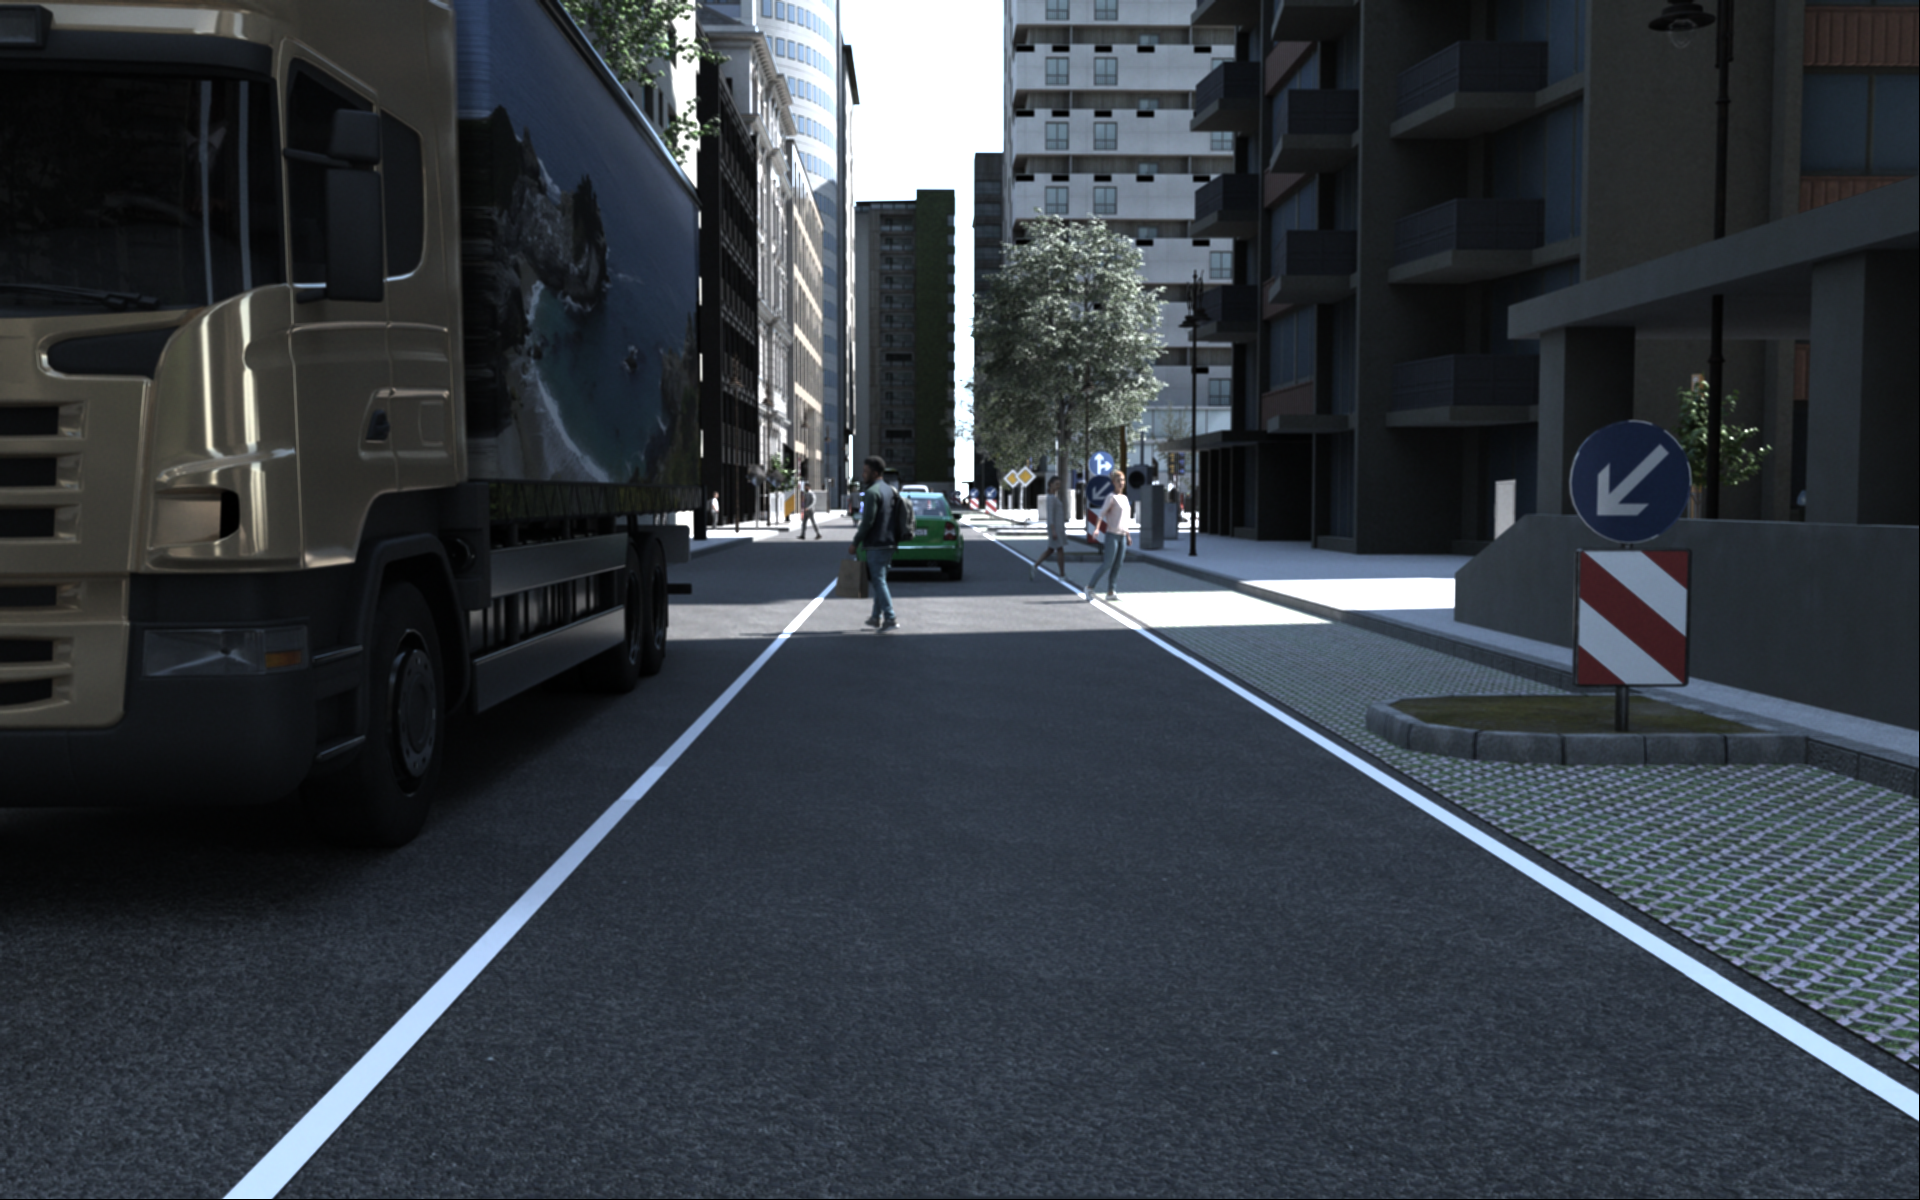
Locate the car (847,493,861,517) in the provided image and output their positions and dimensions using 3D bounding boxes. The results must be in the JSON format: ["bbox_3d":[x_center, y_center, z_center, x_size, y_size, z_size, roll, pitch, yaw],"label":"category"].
[{"bbox_3d":[-6.153,-6.266,111.481,2.155,1.783,4.494,0,4,-1],"label":"car"}]

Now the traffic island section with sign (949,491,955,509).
[{"bbox_3d":[-0.296,-9.852,169.701,1.989,1.847,2.006,0,4,-1],"label":"traffic island section with sign"}]

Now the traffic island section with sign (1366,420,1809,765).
[{"bbox_3d":[3.463,-0.087,10.044,1.989,1.847,2.006,0,4,-1],"label":"traffic island section with sign"}]

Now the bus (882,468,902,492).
[{"bbox_3d":[-7.005,-10.659,165.823,2.896,3.916,12.252,0,4,-2],"label":"bus"}]

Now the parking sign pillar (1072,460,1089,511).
[{"bbox_3d":[9.080,-8.704,130.786,1.447,3.967,1.447,0,4,0],"label":"parking sign pillar"}]

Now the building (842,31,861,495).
[{"bbox_3d":[-25.794,-37.520,202.687,27.495,52.752,28.713,0,4,-1],"label":"building"}]

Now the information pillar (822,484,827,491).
[{"bbox_3d":[-10.070,-7.613,128.968,0.304,2.012,0.304,2,4,31],"label":"information pillar"}]

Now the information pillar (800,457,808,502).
[{"bbox_3d":[-9.945,-7.295,110.627,0.504,3.616,0.183,-1,4,-20],"label":"information pillar"}]

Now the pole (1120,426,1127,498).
[{"bbox_3d":[4.906,-3.558,52.019,0.158,3.312,0.155,0,3,0],"label":"pole"}]

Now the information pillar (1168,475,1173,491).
[{"bbox_3d":[17.294,-9.238,142.391,0.183,3.616,0.504,3,5,41],"label":"information pillar"}]

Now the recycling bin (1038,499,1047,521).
[{"bbox_3d":[4.113,-4.285,82.614,0.722,1.027,0.722,1,4,11],"label":"recycling bin"}]

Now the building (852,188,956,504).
[{"bbox_3d":[-7.617,-33.662,233.960,14.086,41.232,14.154,0,4,-1],"label":"building"}]

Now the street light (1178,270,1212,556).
[{"bbox_3d":[4.846,-3.858,35.863,0.468,5.910,1.993,0,4,-1],"label":"street light"}]

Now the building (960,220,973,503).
[{"bbox_3d":[14.565,-35.703,238.376,28.867,44.769,22.147,0,4,-1],"label":"building"}]

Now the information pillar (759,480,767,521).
[{"bbox_3d":[-9.371,-4.779,82.631,0.304,2.012,0.304,2,4,27],"label":"information pillar"}]

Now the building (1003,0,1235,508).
[{"bbox_3d":[17.900,-34.789,158.035,28.713,52.752,27.495,0,4,-1],"label":"building"}]

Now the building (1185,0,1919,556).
[{"bbox_3d":[17.824,-23.808,43.879,22.147,44.769,28.867,0,4,-1],"label":"building"}]

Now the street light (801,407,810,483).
[{"bbox_3d":[-8.198,-7.289,91.958,0.468,5.910,1.993,0,4,-1],"label":"street light"}]

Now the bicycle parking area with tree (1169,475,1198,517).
[{"bbox_3d":[14.246,-6.647,95.680,8.231,4.147,9.016,0,4,2],"label":"bicycle parking area with tree"}]

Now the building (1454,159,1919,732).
[{"bbox_3d":[21.258,-19.440,9.723,32.217,40.220,23.993,0,4,-1],"label":"building"}]

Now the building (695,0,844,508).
[{"bbox_3d":[-21.678,-37.529,155.592,21.231,58.520,28.212,0,4,-1],"label":"building"}]

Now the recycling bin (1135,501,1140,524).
[{"bbox_3d":[7.866,-3.726,73.476,0.722,1.027,0.722,-1,4,-13],"label":"recycling bin"}]

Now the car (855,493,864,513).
[{"bbox_3d":[-5.239,-5.545,100.254,1.945,1.707,3.694,0,4,-3],"label":"car"}]

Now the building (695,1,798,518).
[{"bbox_3d":[-16.572,-18.847,95.531,14.401,28.519,23.554,0,4,-1],"label":"building"}]

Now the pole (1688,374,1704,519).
[{"bbox_3d":[12.535,-2.182,29.516,0.158,3.312,0.155,0,3,0],"label":"pole"}]

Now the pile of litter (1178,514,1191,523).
[{"bbox_3d":[9.447,-3.878,77.363,1.719,0.858,1.176,2,4,35],"label":"pile of litter"}]

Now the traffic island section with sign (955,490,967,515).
[{"bbox_3d":[0.855,-6.824,120.208,1.989,1.847,2.006,0,4,-1],"label":"traffic island section with sign"}]

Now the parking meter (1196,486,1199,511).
[{"bbox_3d":[16.795,-7.082,121.502,0.399,1.863,0.255,-1,4,-10],"label":"parking meter"}]

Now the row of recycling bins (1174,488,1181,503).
[{"bbox_3d":[13.069,-6.655,115.929,3.534,1.692,1.069,2,4,23],"label":"row of recycling bins"}]

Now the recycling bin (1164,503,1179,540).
[{"bbox_3d":[5.797,-2.227,48.963,0.722,1.027,0.722,1,4,10],"label":"recycling bin"}]

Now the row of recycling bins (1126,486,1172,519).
[{"bbox_3d":[9.007,-5.016,89.121,3.534,1.692,1.069,-1,4,-12],"label":"row of recycling bins"}]

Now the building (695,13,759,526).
[{"bbox_3d":[-15.792,-15.068,76.045,12.332,23.373,15.834,0,4,-1],"label":"building"}]

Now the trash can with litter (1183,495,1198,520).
[{"bbox_3d":[11.827,-4.610,86.439,2.233,1.210,1.678,1,4,21],"label":"trash can with litter"}]

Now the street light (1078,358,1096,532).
[{"bbox_3d":[4.331,-5.276,59.057,0.468,5.910,1.993,0,4,-1],"label":"street light"}]

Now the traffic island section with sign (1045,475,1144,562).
[{"bbox_3d":[2.828,-1.735,36.991,1.989,1.847,2.006,0,4,-1],"label":"traffic island section with sign"}]

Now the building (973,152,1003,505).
[{"bbox_3d":[8.576,-32.188,209.876,14.154,41.232,14.086,0,4,-1],"label":"building"}]

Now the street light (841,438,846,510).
[{"bbox_3d":[-9.266,-10.128,138.382,0.468,5.910,1.993,0,4,-1],"label":"street light"}]

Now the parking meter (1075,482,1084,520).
[{"bbox_3d":[5.857,-4.829,84.666,0.399,1.863,0.255,3,4,38],"label":"parking meter"}]

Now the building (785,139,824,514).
[{"bbox_3d":[-20.357,-19.585,124.730,19.350,26.468,34.151,0,4,-1],"label":"building"}]

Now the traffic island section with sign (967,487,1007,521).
[{"bbox_3d":[1.515,-5.136,92.596,1.989,1.847,2.006,0,4,-1],"label":"traffic island section with sign"}]

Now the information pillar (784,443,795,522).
[{"bbox_3d":[-7.868,-5.405,79.723,0.504,3.616,0.183,-1,4,-9],"label":"information pillar"}]

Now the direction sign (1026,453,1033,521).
[{"bbox_3d":[3.337,-5.616,83.822,0.379,3.537,0.876,1,4,18],"label":"direction sign"}]

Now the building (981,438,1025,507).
[{"bbox_3d":[13.958,-53.422,186.113,22.319,86.520,31.000,0,4,-1],"label":"building"}]

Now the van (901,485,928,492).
[{"bbox_3d":[-2.260,-4.828,85.956,2.013,2.044,4.112,0,4,-1],"label":"van"}]

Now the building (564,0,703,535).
[{"bbox_3d":[-22.658,-12.098,42.843,28.899,21.520,27.650,0,4,-1],"label":"building"}]

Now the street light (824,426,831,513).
[{"bbox_3d":[-8.781,-8.709,115.186,0.468,5.910,1.993,0,4,-1],"label":"street light"}]

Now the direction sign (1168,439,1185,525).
[{"bbox_3d":[8.949,-4.875,71.702,0.876,3.537,0.379,-2,4,-33],"label":"direction sign"}]

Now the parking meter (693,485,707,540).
[{"bbox_3d":[-7.261,-2.442,48.337,0.372,1.533,0.369,0,3,0],"label":"parking meter"}]

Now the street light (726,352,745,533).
[{"bbox_3d":[-7.310,-5.129,56.641,0.468,5.910,1.993,0,4,-1],"label":"street light"}]

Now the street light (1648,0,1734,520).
[{"bbox_3d":[5.425,-2.422,12.383,0.468,5.910,1.993,0,4,-1],"label":"street light"}]

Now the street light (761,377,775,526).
[{"bbox_3d":[-7.616,-5.870,68.765,0.468,5.910,1.993,0,4,-1],"label":"street light"}]

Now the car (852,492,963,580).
[{"bbox_3d":[-0.909,-1.311,30.230,1.959,1.807,4.718,0,4,-3],"label":"car"}]
